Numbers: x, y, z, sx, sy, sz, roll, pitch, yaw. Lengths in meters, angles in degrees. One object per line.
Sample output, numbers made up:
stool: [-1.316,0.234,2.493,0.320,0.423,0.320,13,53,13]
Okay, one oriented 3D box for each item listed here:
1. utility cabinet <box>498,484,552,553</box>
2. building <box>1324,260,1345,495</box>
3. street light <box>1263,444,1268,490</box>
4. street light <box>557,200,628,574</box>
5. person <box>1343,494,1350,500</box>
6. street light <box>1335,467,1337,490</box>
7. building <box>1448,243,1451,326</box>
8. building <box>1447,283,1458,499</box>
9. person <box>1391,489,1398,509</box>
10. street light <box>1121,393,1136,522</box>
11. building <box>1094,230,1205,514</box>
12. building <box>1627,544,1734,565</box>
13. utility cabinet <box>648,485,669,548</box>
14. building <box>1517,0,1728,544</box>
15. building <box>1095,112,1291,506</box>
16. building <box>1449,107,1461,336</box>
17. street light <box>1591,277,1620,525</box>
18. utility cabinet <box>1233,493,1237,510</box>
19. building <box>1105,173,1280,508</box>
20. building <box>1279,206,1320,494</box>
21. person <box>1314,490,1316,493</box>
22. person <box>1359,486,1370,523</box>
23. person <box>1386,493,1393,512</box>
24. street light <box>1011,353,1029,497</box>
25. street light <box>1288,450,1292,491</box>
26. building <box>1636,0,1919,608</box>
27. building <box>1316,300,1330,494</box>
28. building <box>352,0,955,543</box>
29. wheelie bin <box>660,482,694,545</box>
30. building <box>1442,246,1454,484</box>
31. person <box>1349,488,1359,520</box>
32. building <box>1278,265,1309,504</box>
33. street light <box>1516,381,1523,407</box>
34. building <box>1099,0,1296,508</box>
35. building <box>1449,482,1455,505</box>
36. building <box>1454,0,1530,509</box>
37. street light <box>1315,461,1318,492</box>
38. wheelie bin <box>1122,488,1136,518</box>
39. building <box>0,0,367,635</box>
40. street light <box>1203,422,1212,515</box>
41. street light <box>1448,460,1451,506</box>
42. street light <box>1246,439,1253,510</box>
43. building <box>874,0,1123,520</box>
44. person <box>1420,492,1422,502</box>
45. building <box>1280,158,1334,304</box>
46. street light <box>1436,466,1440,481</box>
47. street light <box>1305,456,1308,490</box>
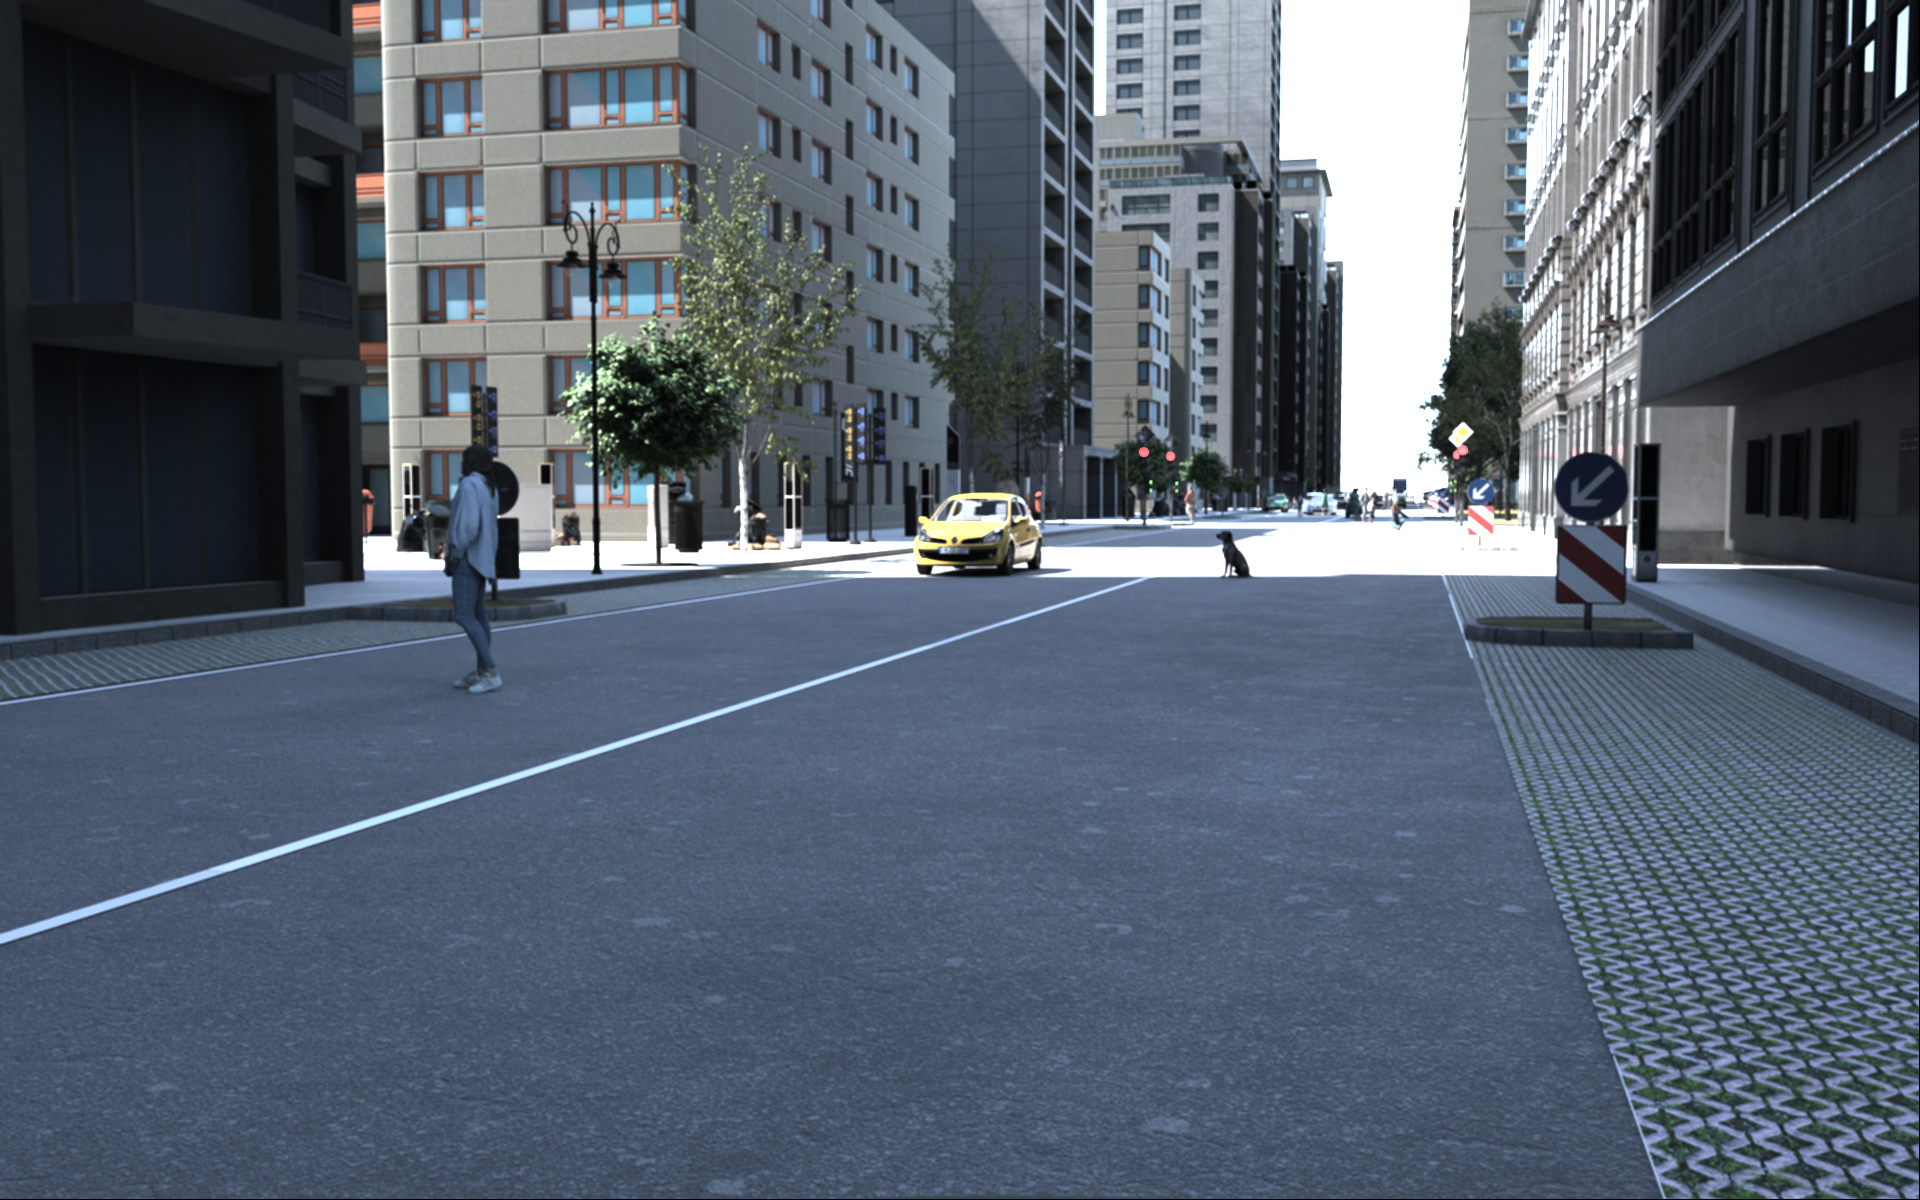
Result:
utility cabinet: [-9.459,-1.761,37.464,1.173,1.500,0.318,-3,4,-37]
building: [57.995,-37.455,295.983,14.154,41.232,14.086,1,4,15]
street light: [27.041,-11.037,153.237,0.468,5.910,1.993,1,4,15]
street light: [-5.824,-3.353,27.603,0.468,5.910,1.993,1,4,15]
person: [34.338,-8.671,153.455,0.628,1.438,0.799,2,4,26]
street light: [63.331,-19.491,291.460,0.468,5.910,1.993,1,4,15]
building: [83.233,-36.673,254.225,22.147,44.769,28.867,1,4,15]
building: [73.569,-28.332,234.933,14.160,30.474,14.107,1,4,15]
person: [36.420,-8.361,145.084,0.818,1.842,0.514,0,4,-2]
street light: [7.686,-6.513,79.278,0.468,5.910,1.993,1,4,15]
building: [2.886,-17.494,131.059,27.650,21.520,28.899,1,4,15]
building: [19.243,-11.570,38.321,9.793,20.994,18.267,1,4,15]
utility cabinet: [-7.210,-1.996,41.314,0.318,1.500,1.173,-1,4,-20]
building: [23.659,-12.652,56.014,9.793,20.994,18.267,1,4,15]
building: [17.991,-29.905,180.831,32.217,40.220,23.993,1,4,15]
building: [63.022,-32.129,179.930,22.147,44.769,28.867,1,4,15]
street light: [13.793,-3.935,37.127,0.468,5.910,1.993,1,4,15]
utility cabinet: [22.226,-8.031,139.989,0.318,1.500,1.173,1,4,9]
building: [21.492,-23.761,160.186,14.160,30.474,14.107,1,4,15]
building: [42.266,-34.085,240.881,14.154,41.232,14.086,1,4,15]
person: [29.589,-8.318,144.692,0.606,1.804,0.583,-1,4,-20]
person: [19.975,-4.698,85.407,0.391,1.810,0.635,3,5,44]
person: [35.304,-8.023,142.270,0.503,1.515,0.523,-3,5,-39]
street light: [1.902,-5.147,56.948,0.468,5.910,1.993,1,4,15]
street light: [34.645,-12.810,182.234,0.468,5.910,1.993,1,4,15]
building: [15.868,-13.674,17.073,14.314,27.812,24.014,1,4,15]
building: [46.913,-29.584,255.397,14.160,30.474,14.107,1,4,15]
building: [-17.690,-13.264,61.904,28.899,21.520,27.650,1,4,15]
wheelie bin: [-7.263,-2.213,44.096,0.980,1.594,0.693,-1,4,-18]
building: [91.654,-40.581,283.103,23.786,49.044,30.456,1,4,15]
person: [22.100,-5.406,97.141,0.600,1.795,0.529,1,4,10]
building: [36.074,-27.255,217.326,14.160,30.474,14.107,1,4,15]
street light: [21.518,-5.716,66.239,0.468,5.910,1.993,1,4,15]
building: [28.536,-46.599,200.142,20.563,71.187,20.611,1,4,15]
building: [75.048,-31.375,204.857,32.217,40.220,23.993,1,4,15]
building: [56.037,-32.509,155.217,21.300,48.544,21.600,1,4,15]
street light: [48.117,-15.957,233.676,0.468,5.910,1.993,1,4,15]
wheelie bin: [9.180,-5.289,94.378,0.693,1.594,0.980,-1,4,-12]
building: [-18.902,-21.909,12.835,22.147,44.769,28.867,1,4,15]
street light: [15.400,-8.277,108.124,0.468,5.910,1.993,1,4,15]
street light: [54.297,-13.421,192.226,0.468,5.910,1.993,1,4,15]
street light: [22.847,-10.049,137.088,0.468,5.910,1.993,1,4,15]
building: [-1.094,-40.277,96.788,20.563,71.187,20.611,1,4,15]
person: [75.687,-16.814,284.084,0.721,1.739,1.217,-1,4,-9]
building: [44.297,-42.062,276.949,28.713,52.752,27.495,1,4,15]
street light: [83.070,-20.111,301.597,0.468,5.910,1.993,1,4,15]
street light: [42.227,-14.582,211.197,0.468,5.910,1.993,1,4,15]
